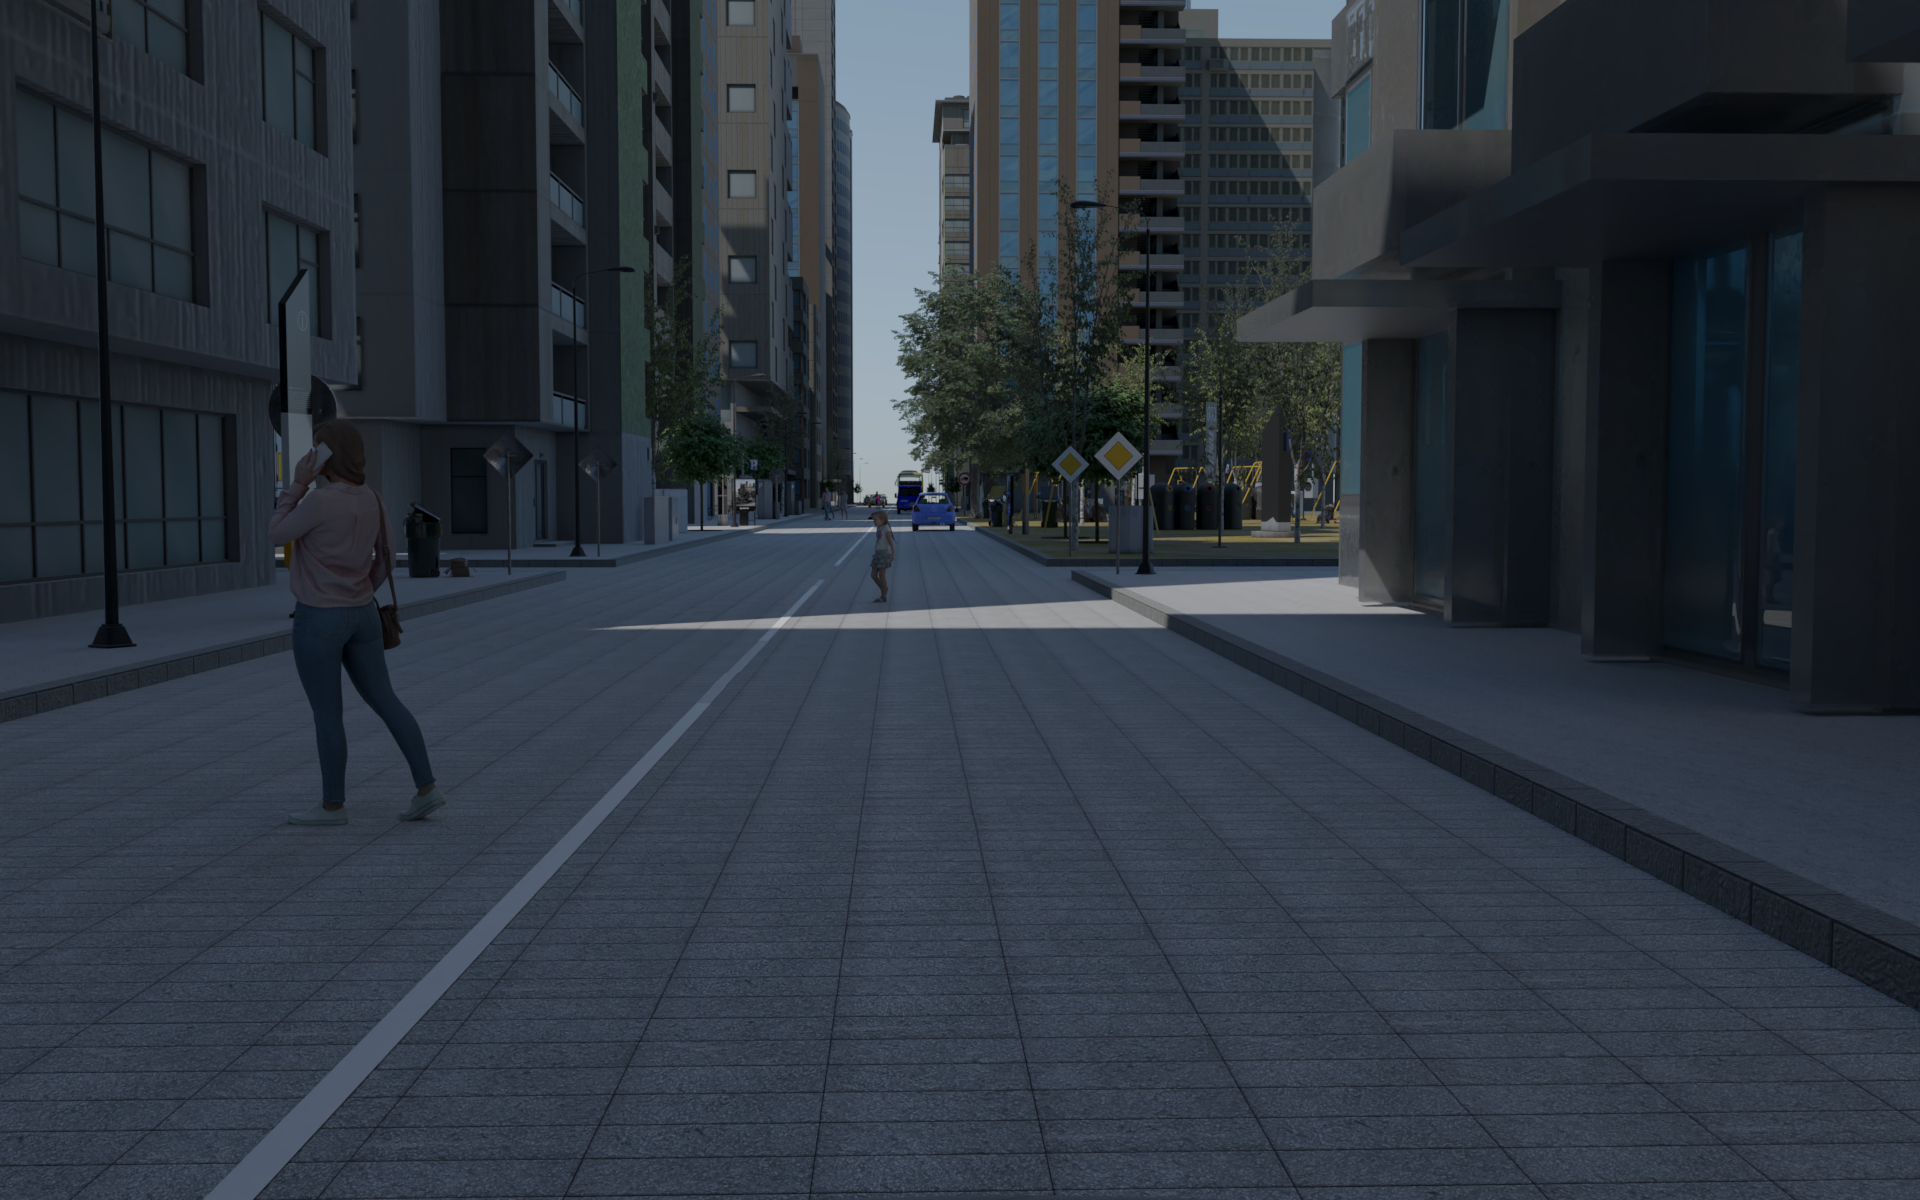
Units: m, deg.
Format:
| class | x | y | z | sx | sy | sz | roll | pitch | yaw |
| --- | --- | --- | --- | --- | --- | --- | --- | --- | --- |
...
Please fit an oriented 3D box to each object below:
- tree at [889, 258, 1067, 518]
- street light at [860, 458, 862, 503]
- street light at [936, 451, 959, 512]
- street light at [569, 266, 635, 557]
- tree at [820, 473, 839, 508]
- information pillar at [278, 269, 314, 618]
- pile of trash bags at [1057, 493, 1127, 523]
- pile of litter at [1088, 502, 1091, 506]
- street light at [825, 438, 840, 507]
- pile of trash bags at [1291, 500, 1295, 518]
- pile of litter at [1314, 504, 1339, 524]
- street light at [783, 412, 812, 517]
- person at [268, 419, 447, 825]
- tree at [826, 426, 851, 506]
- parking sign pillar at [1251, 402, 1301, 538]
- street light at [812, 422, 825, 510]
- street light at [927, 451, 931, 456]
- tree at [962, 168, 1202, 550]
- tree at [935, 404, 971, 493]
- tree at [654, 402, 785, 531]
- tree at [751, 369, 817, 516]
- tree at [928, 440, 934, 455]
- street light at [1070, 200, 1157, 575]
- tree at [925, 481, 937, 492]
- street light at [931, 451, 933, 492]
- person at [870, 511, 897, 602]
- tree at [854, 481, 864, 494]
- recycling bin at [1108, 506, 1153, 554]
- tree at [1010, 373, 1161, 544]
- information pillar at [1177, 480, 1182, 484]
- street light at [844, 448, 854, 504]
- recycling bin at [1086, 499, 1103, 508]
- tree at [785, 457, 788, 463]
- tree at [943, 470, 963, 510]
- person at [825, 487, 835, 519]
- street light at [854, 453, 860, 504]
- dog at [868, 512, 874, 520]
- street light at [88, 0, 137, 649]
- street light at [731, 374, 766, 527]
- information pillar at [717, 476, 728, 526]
| class | x | y | z | sx | sy | sz | roll | pitch | yaw |
| --- | --- | --- | --- | --- | --- | --- | --- | --- | --- |
| tree | 0.938 | -11.476 | 94.282 | 9.857 | 13.997 | 8.962 | 0 | 3 | 0 |
| street light | -13.323 | -15.478 | 225.598 | 1.470 | 5.913 | 1.316 | 0 | 4 | -2 |
| street light | -0.767 | -9.230 | 123.459 | 1.470 | 5.913 | 1.316 | 0 | 4 | -2 |
| street light | -7.311 | -3.846 | 35.425 | 1.470 | 5.913 | 1.316 | 0 | 4 | -2 |
| tree | -11.960 | -10.102 | 159.772 | 1.663 | 3.219 | 1.824 | 0 | 3 | 0 |
| information pillar | -6.833 | -1.622 | 17.872 | 0.183 | 3.616 | 0.504 | 1 | 4 | 8 |
| pile of trash bags | 6.067 | -4.203 | 78.472 | 3.447 | 1.369 | 1.912 | -2 | 4 | -26 |
| pile of litter | 6.693 | -4.934 | 94.640 | 1.176 | 0.858 | 1.719 | 0 | 4 | 0 |
| street light | -10.760 | -10.415 | 142.831 | 1.470 | 5.913 | 1.316 | 0 | 4 | -2 |
| pile of trash bags | 16.230 | -5.074 | 92.707 | 3.447 | 1.369 | 1.912 | -2 | 4 | -32 |
| pile of litter | 16.151 | -3.730 | 74.951 | 1.719 | 0.858 | 1.176 | 0 | 4 | -1 |
| street light | -9.318 | -7.679 | 98.086 | 1.470 | 5.913 | 1.316 | 0 | 4 | -2 |
| person | -2.590 | 0.098 | 7.491 | 0.643 | 1.750 | 0.593 | 1 | 4 | 21 |
| tree | -13.497 | -14.447 | 186.572 | 4.360 | 8.622 | 3.978 | 0 | 3 | 0 |
| parking sign pillar | 9.363 | -3.839 | 51.245 | 1.447 | 3.967 | 1.447 | -1 | 4 | -12 |
| street light | -9.655 | -8.529 | 111.995 | 1.470 | 5.913 | 1.316 | 0 | 4 | -2 |
| street light | -2.792 | -13.101 | 186.736 | 1.470 | 5.913 | 1.316 | 0 | 4 | -2 |
| tree | 2.475 | -5.445 | 39.388 | 4.360 | 8.622 | 3.978 | 0 | 3 | 0 |
| tree | 1.610 | -9.842 | 111.273 | 4.737 | 8.622 | 4.395 | 0 | 3 | 0 |
| tree | -9.096 | -4.687 | 60.339 | 4.285 | 4.588 | 4.351 | 0 | 3 | 0 |
| tree | -10.419 | -9.250 | 101.593 | 4.360 | 8.622 | 3.978 | 0 | 3 | 0 |
| tree | -1.704 | -15.004 | 195.672 | 4.737 | 8.622 | 4.395 | 0 | 3 | 0 |
| street light | 2.438 | -3.366 | 27.569 | 1.470 | 5.913 | 1.316 | 0 | 4 | -2 |
| tree | -4.569 | -16.440 | 263.397 | 1.663 | 3.219 | 1.824 | 0 | 3 | 0 |
| street light | -1.640 | -11.142 | 154.717 | 1.470 | 5.913 | 1.316 | 0 | 4 | -2 |
| person | -0.969 | -0.576 | 22.938 | 0.382 | 1.210 | 0.505 | -2 | 4 | -35 |
| tree | -14.579 | -15.506 | 248.130 | 1.663 | 3.219 | 1.824 | 0 | 3 | 0 |
| recycling bin | 3.715 | -1.536 | 37.675 | 0.722 | 1.027 | 0.722 | -2 | 4 | -33 |
| tree | 3.150 | -4.073 | 50.301 | 4.285 | 4.588 | 4.351 | 0 | 3 | 0 |
| information pillar | 11.687 | -5.345 | 91.877 | 0.304 | 2.012 | 0.304 | 0 | 4 | 5 |
| street light | -11.683 | -12.302 | 173.673 | 1.470 | 5.913 | 1.316 | 0 | 4 | -2 |
| recycling bin | 7.479 | -5.116 | 96.198 | 0.722 | 1.027 | 0.722 | 2 | 4 | 27 |
| tree | -10.677 | -6.575 | 91.208 | 4.285 | 4.588 | 4.351 | 0 | 3 | 0 |
| tree | -0.593 | -8.914 | 140.342 | 1.663 | 3.219 | 1.824 | 0 | 3 | 0 |
| person | -7.702 | -5.691 | 101.403 | 0.748 | 1.841 | 0.638 | 3 | 5 | 43 |
| street light | -12.331 | -13.591 | 194.759 | 1.470 | 5.913 | 1.316 | 0 | 4 | -2 |
| dog | -4.876 | -4.667 | 96.497 | 0.550 | 0.427 | 0.748 | 0 | 4 | 7 |
| street light | -6.572 | -2.558 | 14.368 | 1.470 | 5.913 | 1.316 | 0 | 4 | -2 |
| street light | -8.189 | -5.777 | 67.001 | 1.470 | 5.913 | 1.316 | 0 | 4 | -2 |
| information pillar | -9.540 | -3.980 | 69.566 | 0.304 | 2.012 | 0.304 | 2 | 4 | 30 |
